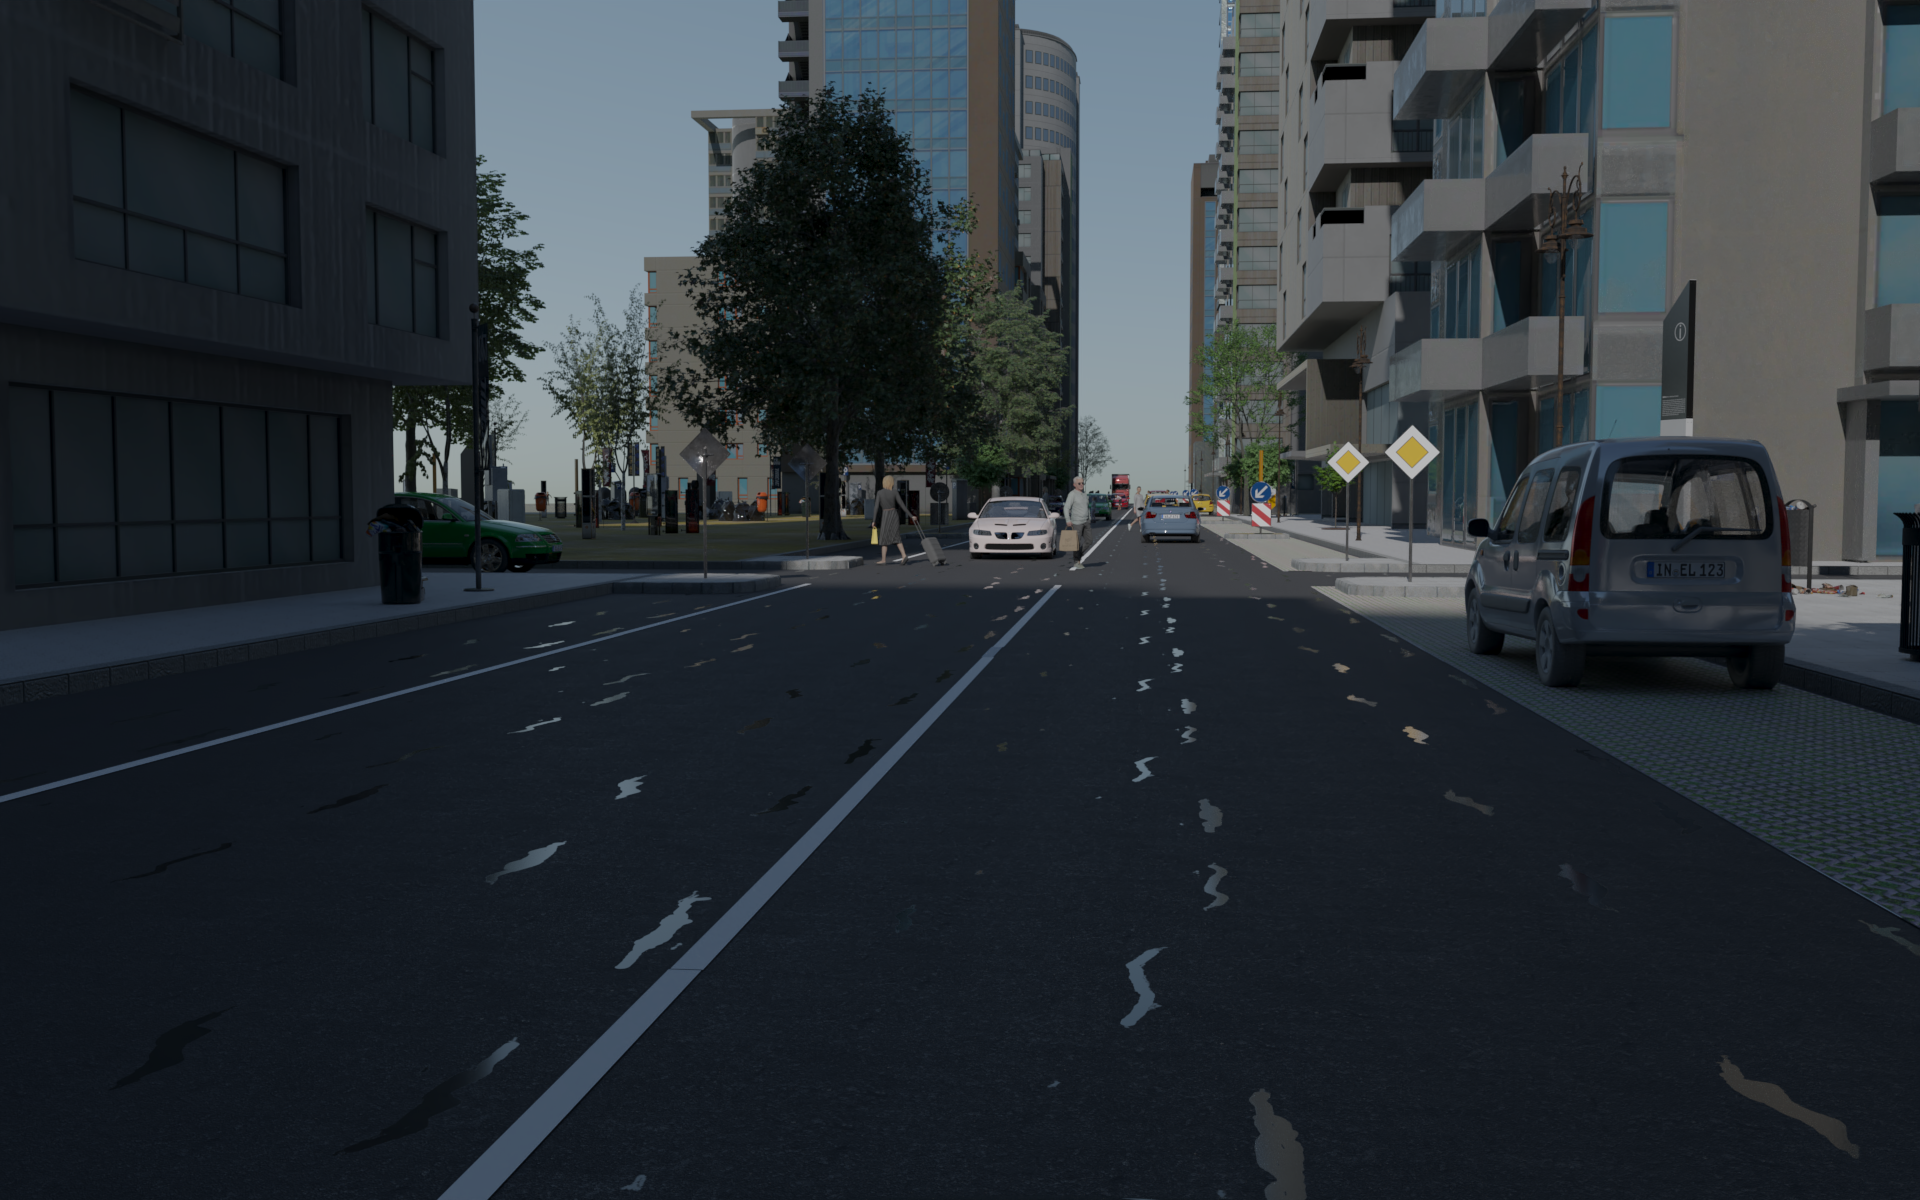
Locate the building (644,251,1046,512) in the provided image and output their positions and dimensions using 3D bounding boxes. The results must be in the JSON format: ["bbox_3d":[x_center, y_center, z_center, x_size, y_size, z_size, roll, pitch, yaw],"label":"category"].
[{"bbox_3d":[-7.722,-18.003,139.385,27.650,21.520,28.899,0,4,6],"label":"building"}]

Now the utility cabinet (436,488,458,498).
[{"bbox_3d":[-19.758,-3.555,66.802,0.318,1.500,1.173,-3,5,-44],"label":"utility cabinet"}]

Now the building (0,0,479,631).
[{"bbox_3d":[-14.332,-20.635,20.970,14.086,41.232,14.154,0,4,6],"label":"building"}]

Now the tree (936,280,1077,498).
[{"bbox_3d":[2.007,-11.986,102.634,9.857,13.997,8.962,0,3,0],"label":"tree"}]

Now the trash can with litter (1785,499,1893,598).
[{"bbox_3d":[10.967,-0.689,22.318,1.678,1.210,2.233,-1,4,-14],"label":"trash can with litter"}]

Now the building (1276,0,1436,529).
[{"bbox_3d":[28.347,-29.679,74.484,28.713,52.752,27.495,0,4,6],"label":"building"}]

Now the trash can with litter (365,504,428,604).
[{"bbox_3d":[-6.630,-0.555,20.456,0.624,1.170,1.055,-1,4,-12],"label":"trash can with litter"}]

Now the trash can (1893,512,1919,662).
[{"bbox_3d":[7.550,-0.098,13.261,0.748,1.137,0.748,0,3,0],"label":"trash can"}]

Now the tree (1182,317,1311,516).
[{"bbox_3d":[16.798,-10.699,100.678,9.928,11.665,9.643,0,3,0],"label":"tree"}]

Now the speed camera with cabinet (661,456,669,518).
[{"bbox_3d":[-15.302,-5.835,89.742,0.660,3.252,2.038,0,4,1],"label":"speed camera with cabinet"}]

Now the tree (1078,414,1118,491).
[{"bbox_3d":[19.041,-21.737,265.762,12.009,13.543,11.850,0,3,0],"label":"tree"}]

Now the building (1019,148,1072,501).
[{"bbox_3d":[5.561,-31.555,199.525,14.154,41.232,14.086,0,4,6],"label":"building"}]

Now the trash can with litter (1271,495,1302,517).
[{"bbox_3d":[18.581,-5.362,98.734,1.678,1.210,2.233,0,4,7],"label":"trash can with litter"}]

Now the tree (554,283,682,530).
[{"bbox_3d":[-11.877,-6.777,61.162,4.360,8.622,3.978,0,3,0],"label":"tree"}]

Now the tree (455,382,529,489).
[{"bbox_3d":[-24.829,-8.561,90.334,4.360,8.622,3.978,0,3,0],"label":"tree"}]

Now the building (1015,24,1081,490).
[{"bbox_3d":[4.114,-41.491,220.382,21.231,58.520,28.212,0,4,6],"label":"building"}]

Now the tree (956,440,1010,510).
[{"bbox_3d":[1.193,-6.821,95.234,4.285,4.588,4.351,0,3,0],"label":"tree"}]

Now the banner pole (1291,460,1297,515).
[{"bbox_3d":[20.298,-7.038,105.080,0.401,3.779,0.863,-1,4,-20],"label":"banner pole"}]

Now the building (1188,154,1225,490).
[{"bbox_3d":[37.329,-35.334,227.825,14.600,45.320,14.200,0,4,6],"label":"building"}]

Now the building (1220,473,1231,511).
[{"bbox_3d":[37.462,-27.297,138.187,32.217,40.220,23.993,0,4,6],"label":"building"}]

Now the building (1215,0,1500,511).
[{"bbox_3d":[35.884,-33.418,166.000,23.786,49.044,30.456,0,4,6],"label":"building"}]

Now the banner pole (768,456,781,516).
[{"bbox_3d":[-10.839,-6.798,101.156,0.863,3.779,0.401,-1,4,-13],"label":"banner pole"}]

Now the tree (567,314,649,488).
[{"bbox_3d":[-15.271,-7.423,71.724,4.737,8.622,4.395,0,3,0],"label":"tree"}]

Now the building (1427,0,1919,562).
[{"bbox_3d":[25.850,-25.722,40.163,30.456,49.044,23.786,0,4,6],"label":"building"}]

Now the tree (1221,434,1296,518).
[{"bbox_3d":[16.743,-6.750,94.073,4.285,4.588,4.351,0,3,0],"label":"tree"}]

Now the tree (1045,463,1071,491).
[{"bbox_3d":[9.872,-12.006,180.007,4.285,4.588,4.351,0,3,0],"label":"tree"}]

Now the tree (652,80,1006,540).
[{"bbox_3d":[-3.566,-8.026,48.230,9.611,12.733,9.660,0,3,0],"label":"tree"}]

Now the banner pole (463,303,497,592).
[{"bbox_3d":[-6.259,-1.995,22.634,0.401,3.779,0.863,-2,4,-31],"label":"banner pole"}]

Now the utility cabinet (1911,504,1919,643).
[{"bbox_3d":[8.760,-0.227,14.872,1.020,1.237,0.306,0,4,2],"label":"utility cabinet"}]

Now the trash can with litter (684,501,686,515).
[{"bbox_3d":[-16.454,-5.822,106.573,1.055,1.170,0.624,2,4,29],"label":"trash can with litter"}]

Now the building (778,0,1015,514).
[{"bbox_3d":[-3.727,-28.521,116.428,14.600,45.320,14.200,0,4,6],"label":"building"}]

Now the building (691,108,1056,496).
[{"bbox_3d":[-7.096,-29.005,166.114,32.217,40.220,23.993,0,4,6],"label":"building"}]

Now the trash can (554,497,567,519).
[{"bbox_3d":[-20.904,-4.833,90.672,0.748,1.137,0.748,0,3,0],"label":"trash can"}]

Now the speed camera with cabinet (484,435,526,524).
[{"bbox_3d":[-15.053,-3.848,57.256,0.660,3.252,2.038,-3,4,-38],"label":"speed camera with cabinet"}]

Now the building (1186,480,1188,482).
[{"bbox_3d":[44.815,-38.515,249.324,23.786,49.044,30.456,0,4,6],"label":"building"}]

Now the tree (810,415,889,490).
[{"bbox_3d":[-4.122,-8.097,82.745,4.360,8.622,3.978,0,3,0],"label":"tree"}]

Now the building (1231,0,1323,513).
[{"bbox_3d":[26.023,-26.708,120.268,14.154,41.232,14.086,0,4,6],"label":"building"}]

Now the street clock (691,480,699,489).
[{"bbox_3d":[-13.620,-5.168,89.073,0.358,2.002,0.471,1,4,18],"label":"street clock"}]

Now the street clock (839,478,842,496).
[{"bbox_3d":[-5.426,-4.427,76.950,0.358,2.002,0.471,-1,4,-18],"label":"street clock"}]

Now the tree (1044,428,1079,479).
[{"bbox_3d":[10.381,-14.386,185.569,4.737,8.622,4.395,0,3,0],"label":"tree"}]

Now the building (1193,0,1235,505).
[{"bbox_3d":[39.382,-54.495,203.661,22.319,86.520,31.000,0,4,6],"label":"building"}]

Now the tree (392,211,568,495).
[{"bbox_3d":[-12.090,-5.463,39.685,4.737,8.622,4.395,0,3,0],"label":"tree"}]

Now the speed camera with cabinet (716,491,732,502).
[{"bbox_3d":[-14.167,-6.483,100.336,2.038,3.252,0.660,-3,5,-44],"label":"speed camera with cabinet"}]

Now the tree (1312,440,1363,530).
[{"bbox_3d":[13.433,-4.148,62.417,1.663,3.219,1.824,0,3,0],"label":"tree"}]

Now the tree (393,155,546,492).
[{"bbox_3d":[-15.499,-8.066,50.005,7.486,12.596,7.792,0,3,0],"label":"tree"}]

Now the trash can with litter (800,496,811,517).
[{"bbox_3d":[-8.550,-5.172,95.956,0.624,1.170,1.055,0,4,-1],"label":"trash can with litter"}]
